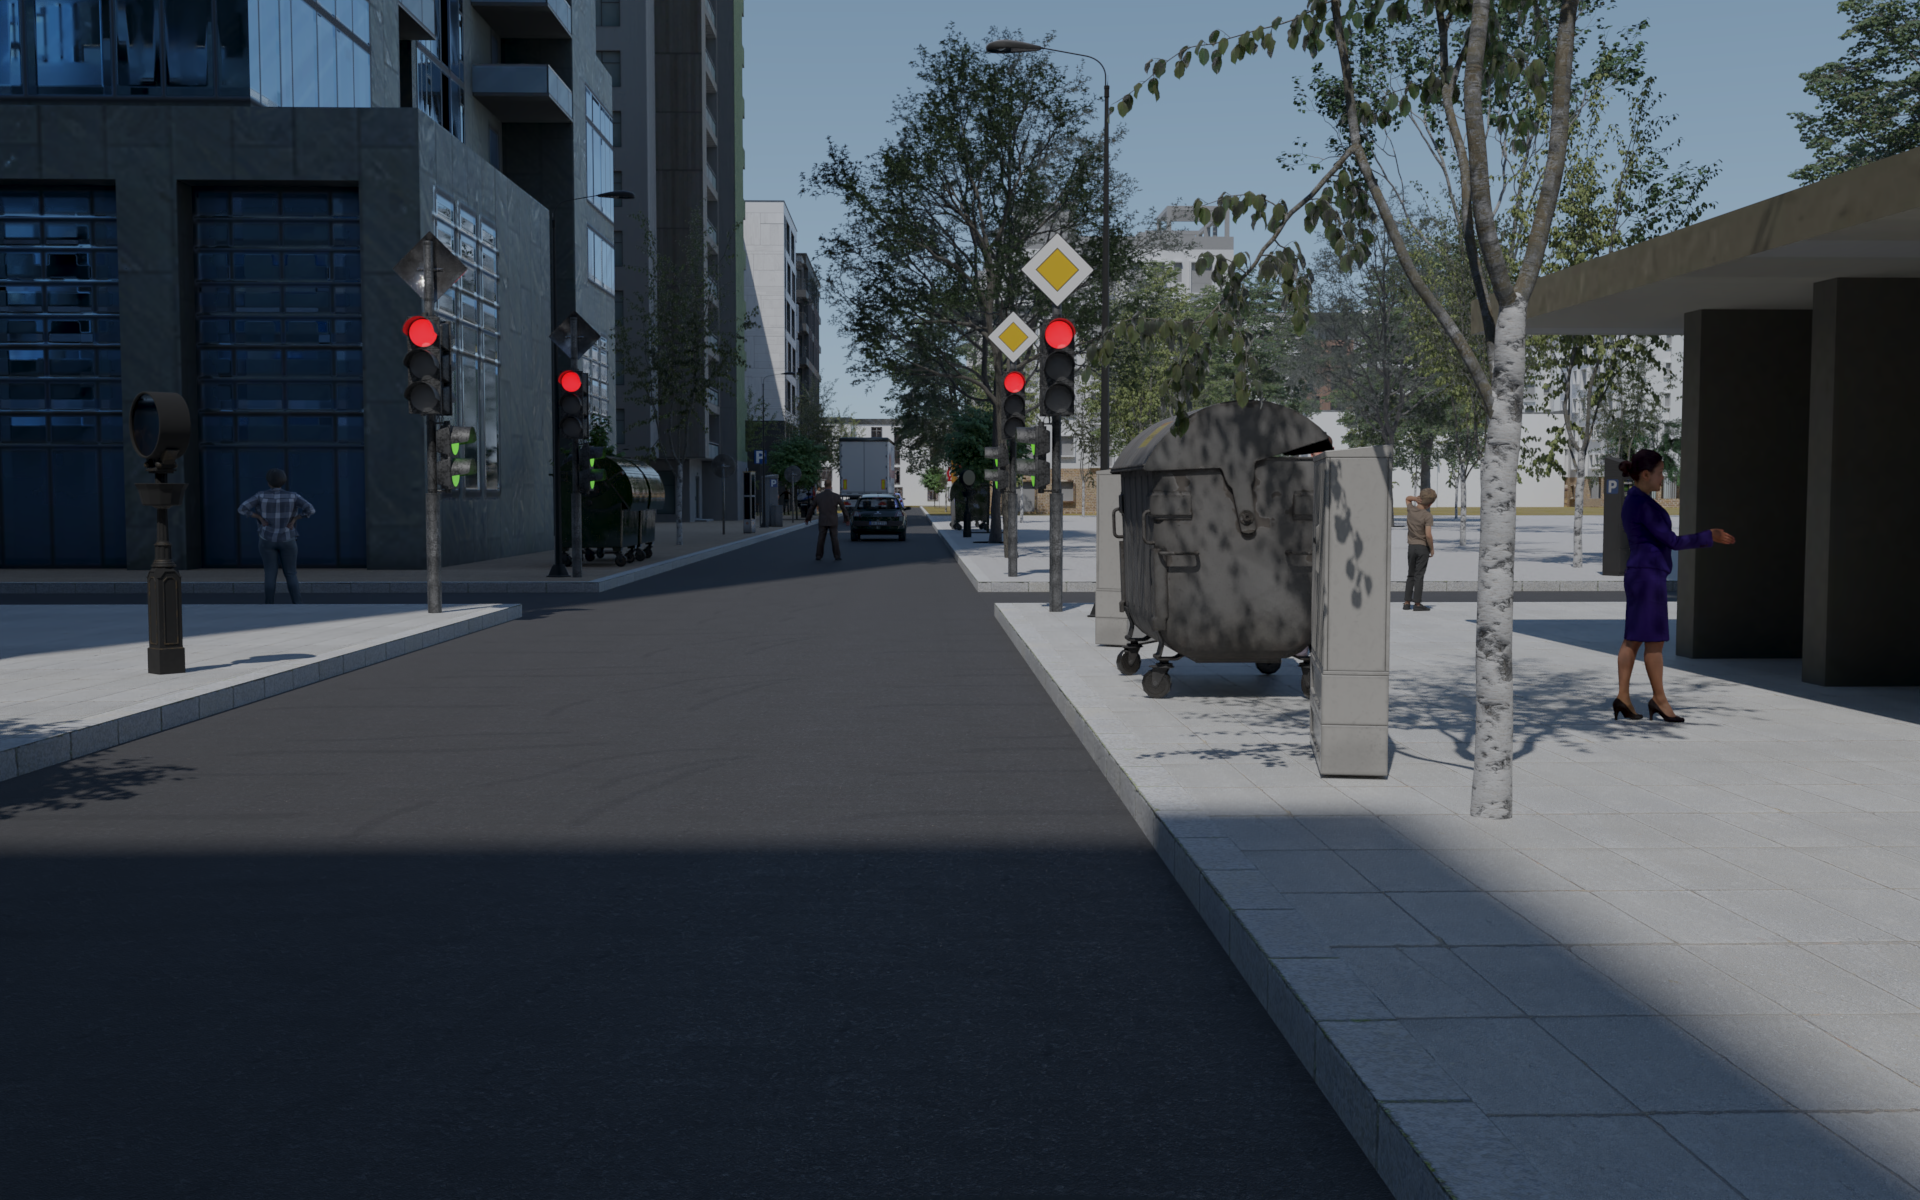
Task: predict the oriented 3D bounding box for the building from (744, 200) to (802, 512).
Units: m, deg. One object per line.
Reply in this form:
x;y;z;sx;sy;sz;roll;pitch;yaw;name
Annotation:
-26.082;-16.772;118.191;27.936;21.610;32.646;0;4;-2;building

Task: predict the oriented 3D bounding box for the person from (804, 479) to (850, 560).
-2.878;-1.745;37.585;0.990;1.755;0.434;0;4;3;person

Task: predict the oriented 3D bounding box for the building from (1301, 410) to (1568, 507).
46.306;-14.098;172.642;28.070;9.664;9.099;0;4;-2;building

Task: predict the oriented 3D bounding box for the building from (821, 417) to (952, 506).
-11.998;-15.371;193.464;28.070;9.664;9.099;0;4;-2;building

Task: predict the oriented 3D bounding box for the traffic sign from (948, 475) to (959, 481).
-0.070;-4.346;71.061;0.884;2.594;0.081;0;4;3;traffic sign

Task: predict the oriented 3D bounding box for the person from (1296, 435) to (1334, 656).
2.871;-0.424;13.513;0.617;1.759;0.750;0;4;-5;person

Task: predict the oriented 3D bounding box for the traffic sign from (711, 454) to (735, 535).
-7.488;-3.346;54.815;0.768;2.556;0.104;0;4;1;traffic sign

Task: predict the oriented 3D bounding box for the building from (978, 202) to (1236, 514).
9.638;-16.013;118.229;16.016;20.091;11.380;0;4;-2;building

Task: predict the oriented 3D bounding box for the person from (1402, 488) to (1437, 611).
5.040;-0.557;19.052;0.435;1.345;0.340;3;5;40;person

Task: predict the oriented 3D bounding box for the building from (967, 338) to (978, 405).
8.931;-16.707;129.572;16.016;20.091;11.380;0;4;-2;building

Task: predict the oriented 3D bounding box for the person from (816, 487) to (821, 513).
-9.705;-6.926;119.292;0.705;1.824;1.348;2;4;26;person

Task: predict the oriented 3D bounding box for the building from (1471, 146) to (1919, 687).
15.665;-21.134;0.167;22.147;44.769;28.867;0;4;-2;building

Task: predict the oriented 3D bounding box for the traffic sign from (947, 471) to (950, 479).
-0.194;-4.561;74.671;0.768;2.556;0.104;0;4;0;traffic sign

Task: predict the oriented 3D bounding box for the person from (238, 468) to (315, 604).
-8.047;-0.686;20.445;0.841;1.734;0.376;-1;4;-17;person

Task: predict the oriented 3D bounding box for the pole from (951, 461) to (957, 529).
-0.207;-4.252;63.358;0.158;3.312;0.155;0;3;0;pole

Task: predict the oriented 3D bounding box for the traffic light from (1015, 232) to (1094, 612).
1.028;-1.826;18.780;0.839;4.253;0.868;0;4;-2;traffic light

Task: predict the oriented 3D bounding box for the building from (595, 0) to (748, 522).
-17.661;-24.256;80.178;14.154;41.232;14.086;0;4;-2;building

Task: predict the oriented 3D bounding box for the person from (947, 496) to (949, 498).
-0.531;-8.786;149.707;1.348;1.822;0.705;2;4;29;person

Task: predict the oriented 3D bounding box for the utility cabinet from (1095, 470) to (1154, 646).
1.543;-0.385;14.966;0.318;1.500;1.173;2;4;29;utility cabinet

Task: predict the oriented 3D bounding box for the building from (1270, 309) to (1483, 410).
41.666;-22.099;205.297;32.646;21.610;27.936;0;4;-2;building

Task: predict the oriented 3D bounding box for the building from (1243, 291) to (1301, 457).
25.971;-19.064;168.111;11.380;20.091;16.016;0;4;-2;building

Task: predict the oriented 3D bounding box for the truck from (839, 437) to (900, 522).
-4.749;-6.251;91.123;2.839;4.237;11.283;0;3;0;truck

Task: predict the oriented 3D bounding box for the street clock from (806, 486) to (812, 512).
-8.053;-5.361;92.214;0.358;2.002;0.471;-1;4;-13;street clock

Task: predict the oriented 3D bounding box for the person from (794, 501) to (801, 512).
-11.181;-6.921;122.468;1.065;1.426;0.557;0;4;-5;person

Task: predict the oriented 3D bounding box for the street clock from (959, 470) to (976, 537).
0.215;-2.856;51.266;0.471;2.002;0.358;-2;4;-34;street clock

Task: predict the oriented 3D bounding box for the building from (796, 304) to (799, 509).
-21.009;-17.367;140.371;16.016;20.091;11.380;0;4;-2;building

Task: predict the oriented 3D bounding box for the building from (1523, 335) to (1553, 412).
63.884;-20.919;198.438;11.380;20.091;16.016;0;4;-2;building

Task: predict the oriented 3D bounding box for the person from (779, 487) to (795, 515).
-10.683;-6.117;106.882;1.217;1.723;0.721;1;4;9;person

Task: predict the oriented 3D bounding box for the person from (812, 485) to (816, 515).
-8.761;-5.988;103.889;0.705;1.831;1.348;0;4;-6;person

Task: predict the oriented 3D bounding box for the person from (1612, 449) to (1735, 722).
3.981;-0.083;9.766;0.546;1.535;0.453;-1;4;-12;person

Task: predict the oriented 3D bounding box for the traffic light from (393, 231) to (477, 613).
-5.650;-1.814;18.574;0.839;4.253;0.868;0;4;-2;traffic light

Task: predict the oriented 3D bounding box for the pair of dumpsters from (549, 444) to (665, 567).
-6.572;-1.829;32.393;1.574;2.255;4.437;0;4;-2;pair of dumpsters

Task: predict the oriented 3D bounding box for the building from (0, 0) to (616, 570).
-20.617;-44.595;41.798;22.319;86.520;31.000;0;4;-2;building

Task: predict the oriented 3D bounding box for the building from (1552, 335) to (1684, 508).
66.744;-19.138;169.320;11.380;20.091;16.016;0;4;-2;building

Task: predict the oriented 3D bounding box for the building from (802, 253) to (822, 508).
-29.661;-19.350;160.352;32.646;21.610;27.936;0;4;-2;building

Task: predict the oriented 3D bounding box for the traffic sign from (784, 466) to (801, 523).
-7.467;-4.723;77.324;0.768;2.556;0.104;0;4;6;traffic sign

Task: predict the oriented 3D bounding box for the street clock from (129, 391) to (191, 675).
-5.682;-0.476;12.346;0.471;2.002;0.358;3;5;40;street clock

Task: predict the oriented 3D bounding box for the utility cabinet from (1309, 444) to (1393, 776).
1.850;0.023;8.311;0.318;1.500;1.173;1;4;9;utility cabinet

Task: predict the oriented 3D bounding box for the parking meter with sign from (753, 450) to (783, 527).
-7.490;-4.393;68.090;0.543;3.016;1.738;-2;4;-33;parking meter with sign
